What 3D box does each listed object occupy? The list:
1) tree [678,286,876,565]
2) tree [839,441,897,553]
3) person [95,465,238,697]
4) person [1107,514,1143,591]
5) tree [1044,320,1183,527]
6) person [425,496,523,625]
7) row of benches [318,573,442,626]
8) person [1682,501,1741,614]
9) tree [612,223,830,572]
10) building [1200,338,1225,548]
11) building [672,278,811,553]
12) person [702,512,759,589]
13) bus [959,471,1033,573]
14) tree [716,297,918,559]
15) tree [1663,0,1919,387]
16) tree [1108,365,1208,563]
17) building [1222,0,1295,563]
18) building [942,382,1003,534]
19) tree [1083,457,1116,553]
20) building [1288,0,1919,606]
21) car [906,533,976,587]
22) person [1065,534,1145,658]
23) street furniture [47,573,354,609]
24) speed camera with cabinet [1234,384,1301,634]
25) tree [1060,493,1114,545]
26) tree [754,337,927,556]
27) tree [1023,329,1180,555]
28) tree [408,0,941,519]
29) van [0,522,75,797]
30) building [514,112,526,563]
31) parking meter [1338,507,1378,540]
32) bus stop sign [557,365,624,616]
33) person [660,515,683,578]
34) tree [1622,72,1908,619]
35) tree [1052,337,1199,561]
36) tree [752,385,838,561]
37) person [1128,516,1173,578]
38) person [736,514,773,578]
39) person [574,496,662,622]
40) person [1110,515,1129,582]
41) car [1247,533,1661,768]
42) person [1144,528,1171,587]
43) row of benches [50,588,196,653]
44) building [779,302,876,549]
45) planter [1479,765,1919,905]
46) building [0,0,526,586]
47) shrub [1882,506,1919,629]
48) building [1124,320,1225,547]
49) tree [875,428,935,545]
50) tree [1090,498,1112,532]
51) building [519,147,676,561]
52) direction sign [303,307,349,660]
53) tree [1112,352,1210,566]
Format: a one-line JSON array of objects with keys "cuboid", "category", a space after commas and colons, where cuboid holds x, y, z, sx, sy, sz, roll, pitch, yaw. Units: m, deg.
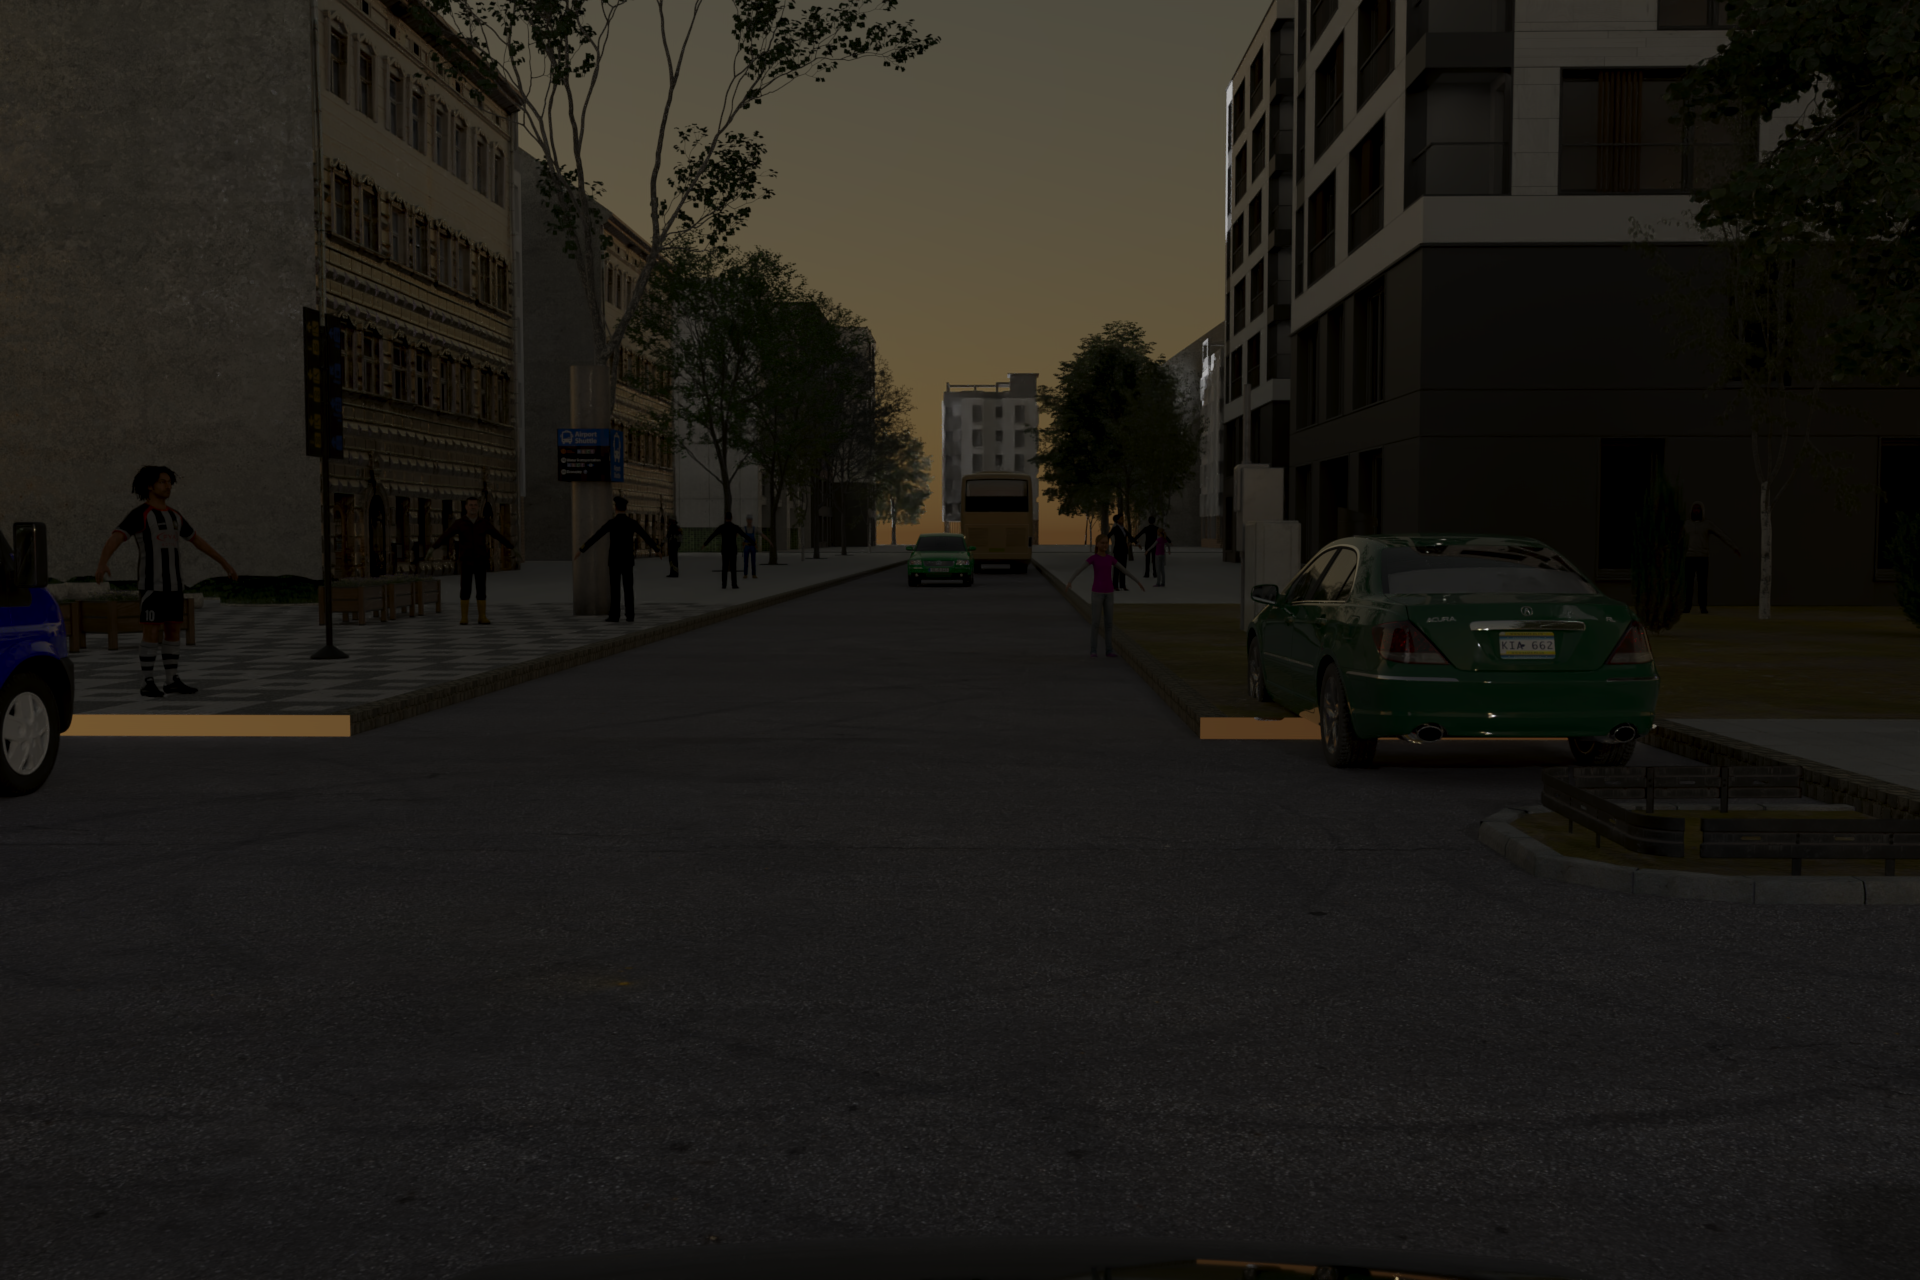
[{"cuboid": [-7.585, -8.918, 71.568, 9.928, 11.665, 9.643, 0, 3, 0], "category": "tree"}, {"cuboid": [-5.963, -10.063, 114.889, 4.360, 8.622, 3.978, 0, 3, 0], "category": "tree"}, {"cuboid": [-6.332, -0.466, 13.755, 0.704, 1.843, 1.345, 1, 4, 23], "category": "person"}, {"cuboid": [3.664, -1.973, 38.984, 1.216, 1.740, 0.721, -3, 5, -43], "category": "person"}, {"cuboid": [8.216, -10.677, 92.693, 7.486, 12.596, 7.792, 0, 3, 0], "category": "tree"}, {"cuboid": [-6.894, -1.126, 24.540, 1.346, 1.812, 0.704, -2, 4, -25], "category": "person"}, {"cuboid": [-8.705, -0.651, 26.101, 1.422, 0.672, 4.104, 0, 4, -1], "category": "row of benches"}, {"cuboid": [11.905, -1.338, 28.008, 1.348, 1.813, 0.705, 2, 4, 30], "category": "person"}, {"cuboid": [-8.000, -8.135, 58.760, 9.928, 11.665, 9.643, 0, 3, 0], "category": "tree"}, {"cuboid": [28.482, -19.036, 167.650, 16.016, 20.090, 11.380, 0, 4, 1], "category": "building"}, {"cuboid": [-21.899, -16.458, 135.539, 16.747, 18.905, 31.486, 0, 4, 2], "category": "building"}, {"cuboid": [-5.411, -2.106, 40.653, 1.346, 1.802, 0.704, 0, 4, 3], "category": "person"}, {"cuboid": [1.344, -4.602, 66.789, 2.896, 3.916, 12.252, 0, 4, 0], "category": "bus"}, {"cuboid": [-7.258, -10.922, 88.944, 12.009, 13.543, 11.850, 0, 3, 0], "category": "tree"}, {"cuboid": [9.030, -6.405, 11.382, 9.857, 13.997, 8.962, 0, 3, 0], "category": "tree"}, {"cuboid": [8.649, -7.646, 75.378, 4.737, 8.622, 4.395, 0, 3, 0], "category": "tree"}, {"cuboid": [26.190, -14.561, 82.052, 27.936, 21.610, 32.646, 0, 4, 1], "category": "building"}, {"cuboid": [-1.799, -21.396, 208.702, 11.380, 20.090, 16.016, 1, 4, 8], "category": "building"}, {"cuboid": [8.997, -10.248, 117.922, 4.737, 8.622, 4.395, 0, 3, 0], "category": "tree"}, {"cuboid": [22.474, -12.364, 46.125, 27.936, 21.610, 32.646, 0, 4, 1], "category": "building"}, {"cuboid": [-0.514, -2.434, 48.599, 1.959, 1.807, 4.718, 0, 4, 1], "category": "car"}, {"cuboid": [1.668, -0.507, 20.012, 0.991, 1.433, 0.599, -1, 4, -19], "category": "person"}, {"cuboid": [-14.650, -0.949, 31.143, 5.734, 0.657, 10.072, 2, 4, 24], "category": "street furniture"}, {"cuboid": [3.949, -1.707, 22.252, 0.660, 3.252, 2.038, 0, 4, 2], "category": "speed camera with cabinet"}, {"cuboid": [15.553, -16.831, 209.592, 7.601, 10.594, 8.767, 0, 4, 6], "category": "tree"}, {"cuboid": [-7.080, -11.805, 103.386, 12.009, 13.543, 11.850, 0, 3, 0], "category": "tree"}, {"cuboid": [8.862, -12.246, 106.877, 9.857, 13.997, 8.962, 0, 3, 0], "category": "tree"}, {"cuboid": [-7.197, -11.249, 39.809, 12.611, 20.169, 13.585, 0, 3, 0], "category": "tree"}, {"cuboid": [-6.065, -0.205, 7.729, 2.240, 2.365, 5.245, 0, 4, 2], "category": "van"}, {"cuboid": [-24.586, -12.674, 63.638, 16.016, 20.090, 11.380, 0, 4, 2], "category": "building"}, {"cuboid": [3.791, -0.498, 16.546, 0.372, 1.533, 0.369, 0, 3, 0], "category": "parking meter"}, {"cuboid": [-5.817, -2.344, 27.333, 0.837, 3.901, 0.837, 0, 4, 3], "category": "bus stop sign"}, {"cuboid": [-8.494, -2.776, 51.159, 0.705, 1.856, 1.354, -2, 4, -33], "category": "person"}, {"cuboid": [12.267, -4.629, 26.053, 4.360, 8.622, 3.978, 0, 3, 0], "category": "tree"}, {"cuboid": [7.831, -9.052, 82.412, 7.601, 10.594, 8.767, 1, 4, 10], "category": "tree"}, {"cuboid": [-7.596, -7.985, 80.913, 4.737, 8.622, 4.395, 0, 3, 0], "category": "tree"}, {"cuboid": [5.615, -2.737, 50.932, 1.347, 1.806, 0.705, 0, 4, -7], "category": "person"}, {"cuboid": [-6.079, -2.706, 50.099, 1.347, 1.847, 0.705, -1, 4, -12], "category": "person"}, {"cuboid": [-4.958, -1.184, 25.299, 1.347, 1.837, 0.705, -2, 4, -31], "category": "person"}, {"cuboid": [4.208, -2.441, 46.104, 0.705, 1.806, 1.347, -1, 4, -10], "category": "person"}, {"cuboid": [3.180, -0.013, 12.016, 2.131, 1.459, 4.920, 0, 3, 0], "category": "car"}, {"cuboid": [4.817, -2.007, 42.075, 0.599, 1.433, 0.991, 3, 5, 44], "category": "person"}, {"cuboid": [-10.067, -0.173, 18.286, 1.422, 0.672, 4.104, 2, 4, 29], "category": "row of benches"}, {"cuboid": [-23.094, -19.879, 169.004, 27.936, 21.610, 32.646, 0, 4, 1], "category": "building"}, {"cuboid": [3.409, 0.823, 7.689, 1.991, 0.319, 1.994, 0, 4, 2], "category": "planter"}, {"cuboid": [-24.896, -13.493, 51.541, 19.493, 23.208, 18.063, 0, 4, 1], "category": "building"}, {"cuboid": [12.431, -1.049, 21.568, 1.690, 2.028, 1.600, 0, 3, 0], "category": "shrub"}, {"cuboid": [27.456, -21.534, 183.005, 19.493, 23.208, 18.063, 0, 4, 1], "category": "building"}, {"cuboid": [-7.776, -18.289, 205.682, 9.857, 13.997, 8.962, 0, 3, 0], "category": "tree"}, {"cuboid": [16.839, -15.455, 203.051, 4.360, 8.622, 3.978, 0, 3, 0], "category": "tree"}, {"cuboid": [-25.910, -15.902, 90.919, 19.493, 23.208, 18.063, 0, 4, 1], "category": "building"}, {"cuboid": [-6.501, -1.576, 17.759, 0.379, 3.537, 0.876, 0, 4, 2], "category": "direction sign"}, {"cuboid": [8.314, -7.325, 70.122, 4.360, 8.622, 3.978, 0, 3, 0], "category": "tree"}]
